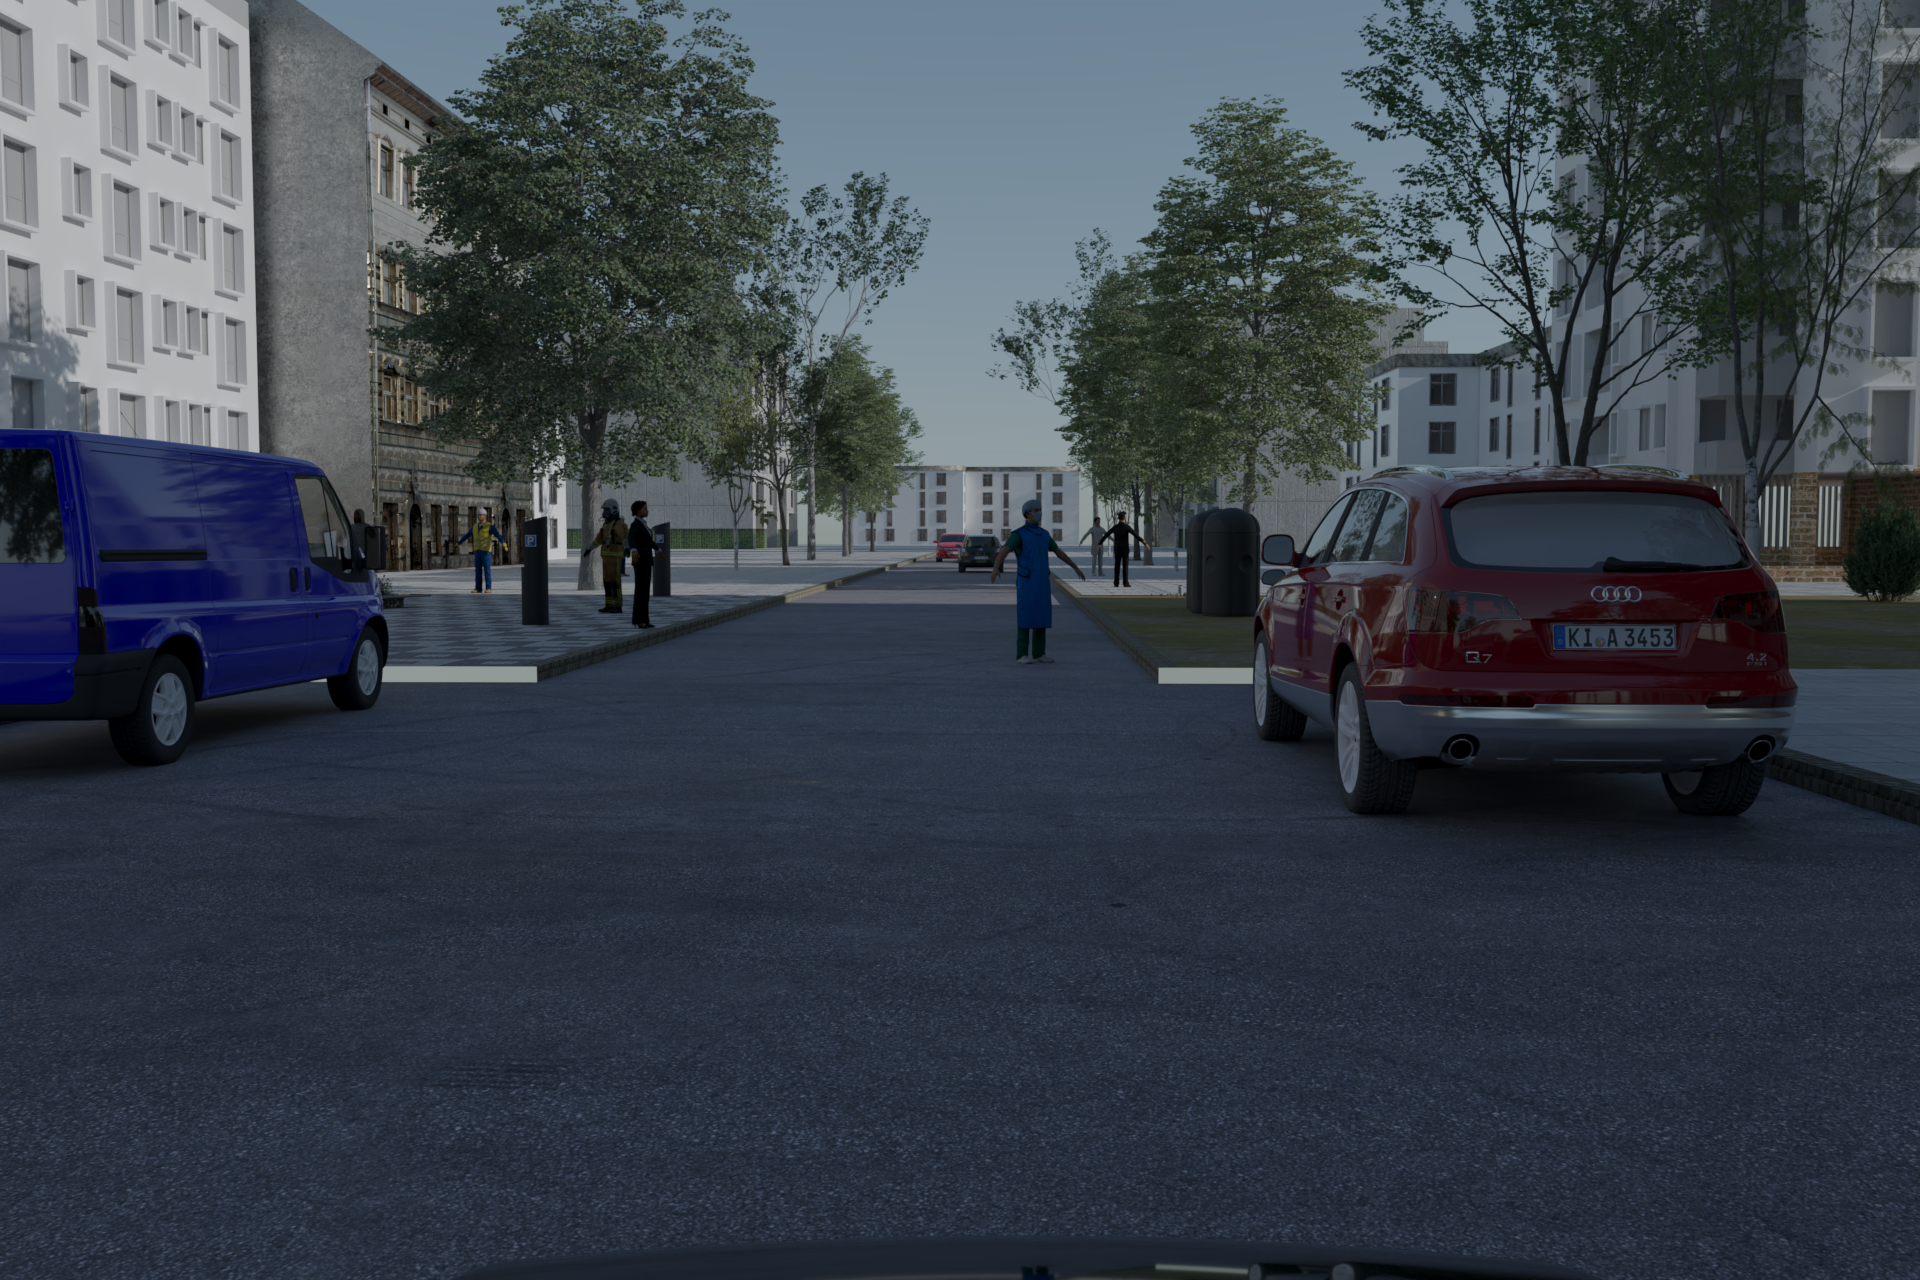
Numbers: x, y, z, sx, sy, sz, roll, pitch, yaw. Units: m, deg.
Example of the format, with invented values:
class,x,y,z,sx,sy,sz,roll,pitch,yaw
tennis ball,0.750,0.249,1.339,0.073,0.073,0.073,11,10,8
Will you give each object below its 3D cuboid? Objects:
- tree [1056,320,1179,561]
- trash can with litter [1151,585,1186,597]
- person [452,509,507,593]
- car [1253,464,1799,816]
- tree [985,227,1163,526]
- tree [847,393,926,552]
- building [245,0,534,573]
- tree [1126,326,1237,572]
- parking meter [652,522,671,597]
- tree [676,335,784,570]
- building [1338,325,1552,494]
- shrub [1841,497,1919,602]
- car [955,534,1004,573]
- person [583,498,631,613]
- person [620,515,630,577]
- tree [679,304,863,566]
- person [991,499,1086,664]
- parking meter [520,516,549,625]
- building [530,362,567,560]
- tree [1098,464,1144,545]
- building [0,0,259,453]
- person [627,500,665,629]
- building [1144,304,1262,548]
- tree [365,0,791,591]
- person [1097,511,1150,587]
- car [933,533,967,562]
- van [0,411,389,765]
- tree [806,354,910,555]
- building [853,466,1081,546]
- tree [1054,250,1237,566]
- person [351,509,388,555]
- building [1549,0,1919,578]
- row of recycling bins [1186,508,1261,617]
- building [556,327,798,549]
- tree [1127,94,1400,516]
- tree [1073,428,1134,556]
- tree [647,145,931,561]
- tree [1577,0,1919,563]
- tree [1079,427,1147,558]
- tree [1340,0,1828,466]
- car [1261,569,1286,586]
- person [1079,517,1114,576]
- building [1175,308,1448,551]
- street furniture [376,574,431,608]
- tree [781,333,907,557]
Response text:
class,x,y,z,sx,sy,sz,roll,pitch,yaw
tree,8.502,-9.659,83.673,9.928,11.665,9.643,0,3,0
trash can with litter,4.828,-1.492,35.446,1.678,1.210,2.233,0,4,0
person,-10.380,-1.934,37.590,1.349,1.833,0.705,1,4,17
car,3.039,-0.104,10.378,2.281,1.827,5.304,0,4,2
tree,7.850,-15.541,109.989,12.611,20.169,13.585,0,3,0
tree,-6.195,-12.108,123.724,9.928,11.665,9.643,0,3,0
building,-27.853,-14.310,64.900,19.493,23.208,18.063,0,4,2
tree,7.423,-6.636,58.857,4.737,8.622,4.395,0,3,0
parking meter,-6.124,-1.658,35.518,0.372,1.533,0.369,0,3,0
tree,-7.955,-6.763,60.933,4.737,8.622,4.395,0,3,0
building,24.818,-8.473,80.673,9.099,9.664,28.070,0,4,2
shrub,17.702,-1.751,33.052,1.690,2.028,1.600,0,3,0
car,0.814,-3.416,65.643,2.009,1.686,4.222,0,4,1
person,-5.674,-1.367,28.113,0.705,1.858,1.354,-3,5,-42
person,-10.194,-2.837,52.237,0.705,1.847,1.347,1,4,22
tree,-7.382,-8.327,70.567,7.601,10.594,8.767,2,4,29
person,0.827,-0.651,19.225,1.347,1.817,0.704,-3,4,-38
parking meter,-6.008,-0.982,24.466,0.372,1.533,0.369,0,3,0
building,-24.975,-9.071,90.460,9.099,9.664,28.070,0,4,2
tree,20.235,-17.393,210.134,9.928,11.665,9.643,0,3,0
building,-27.535,-11.335,41.755,16.016,20.090,11.380,0,4,1
person,-4.258,-1.031,23.580,0.721,1.740,1.216,0,4,8
building,28.474,-20.947,173.413,19.493,23.208,18.063,0,4,2
tree,-8.510,-8.106,39.187,9.857,13.997,8.962,0,3,0
person,3.910,-2.193,41.787,1.347,1.837,0.705,2,4,24
car,-0.301,-4.900,89.158,2.155,1.783,4.494,0,4,2
van,-5.793,-0.491,12.408,2.240,2.365,5.245,0,4,1
tree,-6.596,-11.652,108.636,7.486,12.596,7.792,0,3,0
building,0.724,-16.398,212.705,28.070,9.664,9.099,0,4,4
tree,7.246,-9.302,70.221,7.486,12.596,7.792,0,3,0
person,-12.555,-1.839,36.192,1.348,1.813,0.705,0,4,8
building,25.593,-12.354,58.405,16.016,20.090,11.380,0,4,1
row of recycling bins,4.254,-1.306,28.465,1.069,1.692,3.534,0,4,2
building,-25.625,-18.175,163.615,16.747,18.905,31.486,0,4,2
tree,7.876,-7.788,45.469,7.486,12.596,7.792,0,3,0
tree,8.744,-9.180,100.452,4.360,8.622,3.978,0,3,0
tree,-8.630,-13.943,83.857,12.611,20.169,13.585,0,3,0
tree,7.951,-4.108,17.526,4.360,8.622,3.978,0,3,0
tree,7.991,-8.666,92.044,4.360,8.622,3.978,0,3,0
tree,10.482,-6.343,29.468,9.928,11.665,9.643,0,3,0
car,3.691,-0.349,15.293,1.945,1.707,3.694,0,4,1
person,4.236,-2.876,53.214,1.347,1.806,0.705,-1,4,-22
building,28.007,-16.989,144.223,16.747,18.905,31.486,0,4,1
street furniture,-12.756,-1.342,28.795,9.812,1.723,11.010,2,4,27
tree,-6.656,-11.001,97.997,7.486,12.596,7.792,0,3,0
